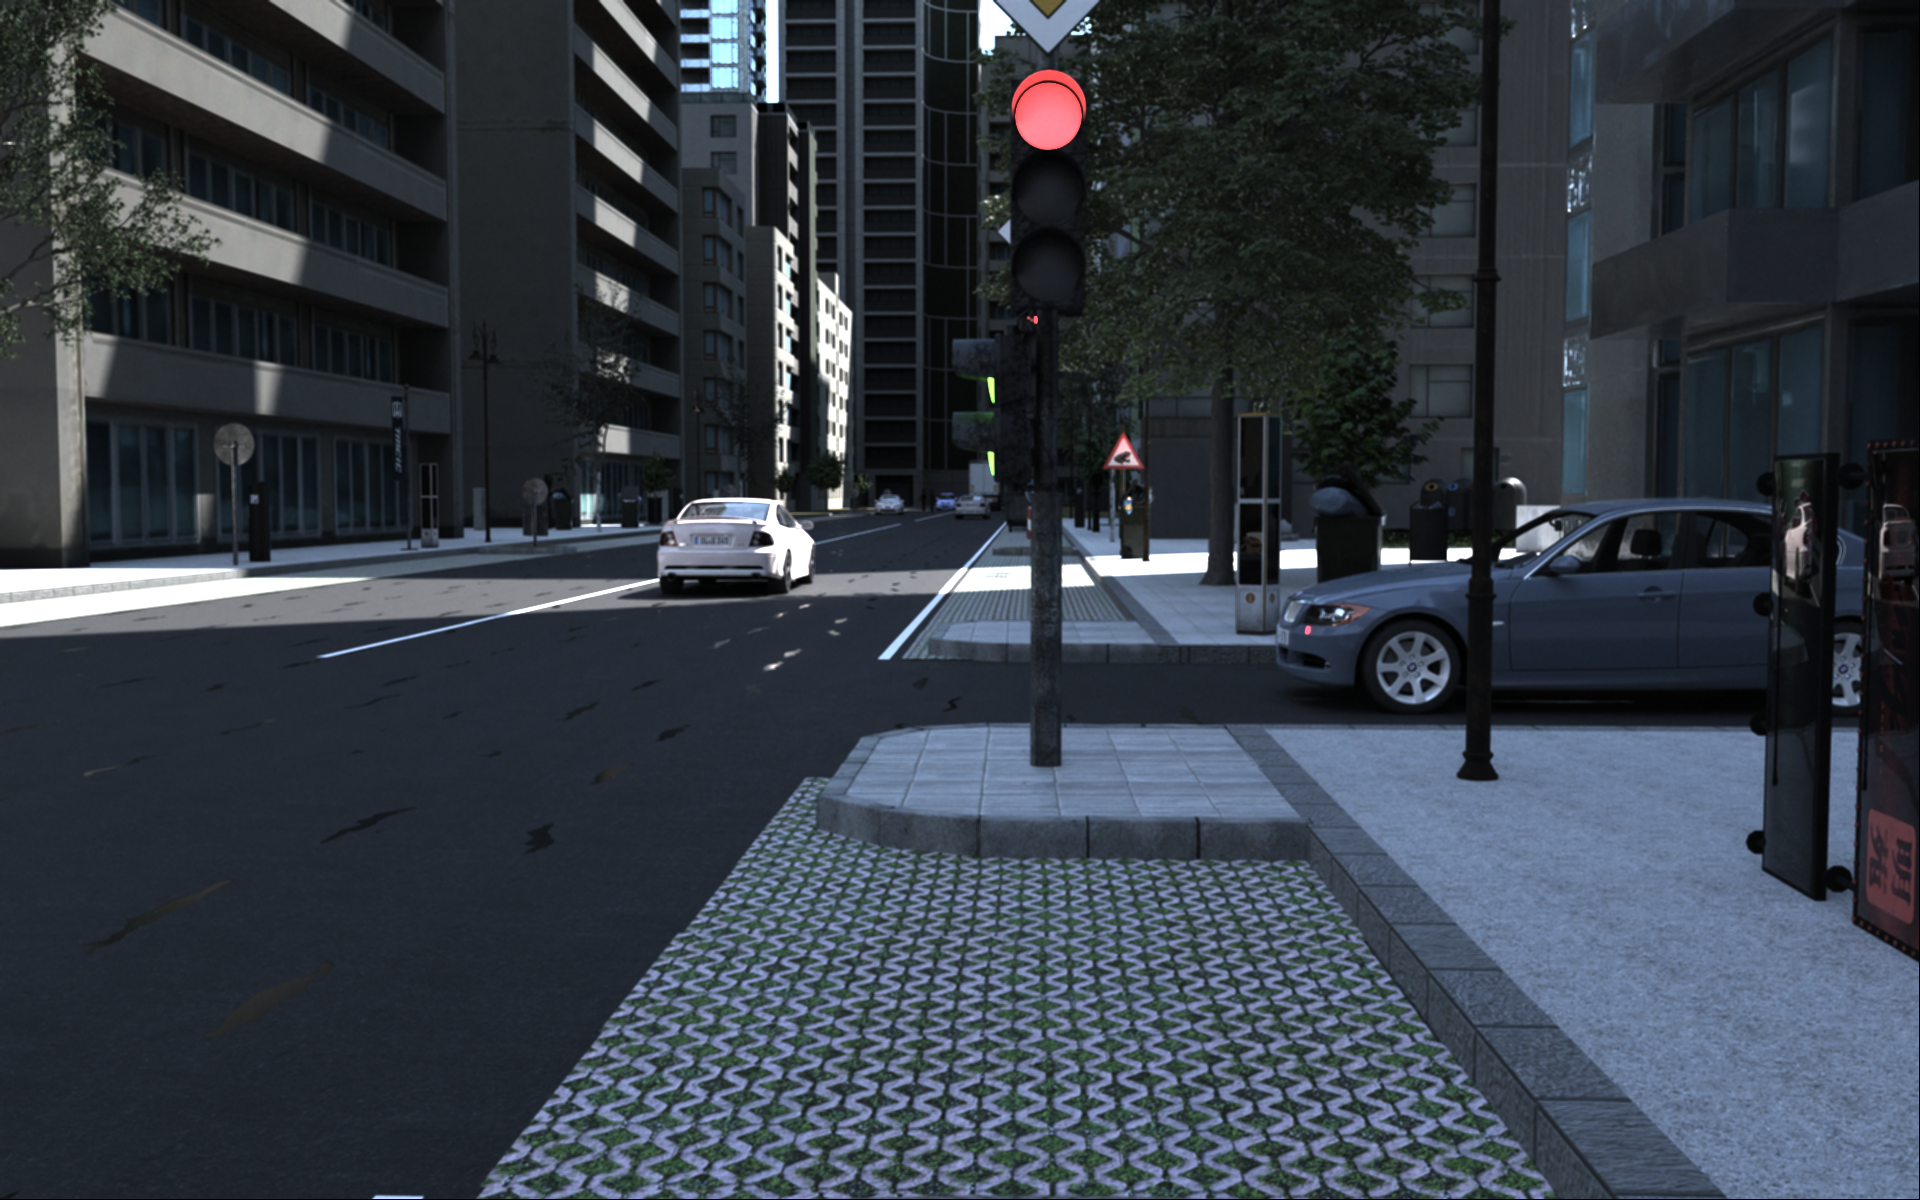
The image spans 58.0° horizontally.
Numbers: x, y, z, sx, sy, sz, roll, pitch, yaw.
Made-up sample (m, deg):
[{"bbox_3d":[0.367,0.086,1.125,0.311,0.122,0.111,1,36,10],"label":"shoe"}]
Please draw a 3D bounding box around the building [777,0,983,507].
[{"bbox_3d":[-8.113,-45.744,186.169,20.611,71.187,20.563,0,4,2],"label":"building"}]

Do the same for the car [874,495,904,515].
[{"bbox_3d":[-4.900,-6.634,120.833,2.083,1.381,4.827,0,4,1],"label":"car"}]

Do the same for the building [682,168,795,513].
[{"bbox_3d":[-25.966,-16.021,106.987,27.650,21.520,28.899,0,4,2],"label":"building"}]

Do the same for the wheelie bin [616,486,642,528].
[{"bbox_3d":[-12.540,-3.536,65.718,0.980,1.594,0.693,0,4,-5],"label":"wheelie bin"}]

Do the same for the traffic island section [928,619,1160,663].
[{"bbox_3d":[0.758,0.373,16.184,2.009,0.180,2.903,0,4,2],"label":"traffic island section"}]

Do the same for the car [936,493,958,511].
[{"bbox_3d":[-1.127,-8.716,152.094,1.945,1.707,3.694,0,4,4],"label":"car"}]

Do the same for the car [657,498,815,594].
[{"bbox_3d":[-3.334,-0.854,26.325,2.083,1.381,4.827,0,4,2],"label":"car"}]

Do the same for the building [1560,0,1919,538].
[{"bbox_3d":[24.637,-24.716,23.714,30.456,49.044,23.786,0,4,2],"label":"building"}]

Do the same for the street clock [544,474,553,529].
[{"bbox_3d":[-15.139,-3.619,63.736,0.358,2.002,0.471,0,4,-1],"label":"street clock"}]

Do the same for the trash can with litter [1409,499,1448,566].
[{"bbox_3d":[6.972,-0.806,24.238,2.233,1.210,1.678,0,4,8],"label":"trash can with litter"}]

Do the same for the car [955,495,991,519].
[{"bbox_3d":[0.744,-5.370,100.168,2.083,1.381,4.827,0,4,4],"label":"car"}]

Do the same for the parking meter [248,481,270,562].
[{"bbox_3d":[-13.313,-1.497,32.892,0.372,1.533,0.369,0,3,0],"label":"parking meter"}]

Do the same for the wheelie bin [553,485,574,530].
[{"bbox_3d":[-14.231,-3.316,62.128,0.693,1.594,0.980,0,4,-7],"label":"wheelie bin"}]

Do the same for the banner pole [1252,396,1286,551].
[{"bbox_3d":[6.956,-3.002,39.093,0.863,3.779,0.401,2,4,24],"label":"banner pole"}]

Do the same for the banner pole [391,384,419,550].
[{"bbox_3d":[-12.653,-3.014,39.295,0.401,3.779,0.863,1,4,13],"label":"banner pole"}]

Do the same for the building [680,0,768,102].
[{"bbox_3d":[-33.867,-53.504,187.460,31.000,86.520,22.319,0,4,2],"label":"building"}]

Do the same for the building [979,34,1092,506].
[{"bbox_3d":[13.018,-34.456,187.052,21.600,48.544,21.300,0,4,2],"label":"building"}]

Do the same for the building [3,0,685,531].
[{"bbox_3d":[-24.820,-27.611,75.142,21.300,48.544,21.600,0,4,2],"label":"building"}]

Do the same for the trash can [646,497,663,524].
[{"bbox_3d":[-13.212,-3.872,74.954,0.748,1.137,0.748,0,3,0],"label":"trash can"}]

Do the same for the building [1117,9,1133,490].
[{"bbox_3d":[16.265,-27.425,98.517,14.600,45.320,14.200,0,4,2],"label":"building"}]

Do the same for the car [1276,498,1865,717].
[{"bbox_3d":[4.464,0.001,11.983,4.499,1.417,2.014,0,4,2],"label":"car"}]

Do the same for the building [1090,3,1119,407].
[{"bbox_3d":[25.201,-34.296,149.979,28.713,52.752,27.495,0,4,2],"label":"building"}]

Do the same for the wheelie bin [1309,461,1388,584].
[{"bbox_3d":[3.709,-0.530,16.571,0.693,1.594,0.980,1,4,18],"label":"wheelie bin"}]

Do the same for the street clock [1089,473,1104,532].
[{"bbox_3d":[4.600,-3.301,58.549,0.471,2.002,0.358,-2,4,-25],"label":"street clock"}]

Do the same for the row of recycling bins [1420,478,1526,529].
[{"bbox_3d":[13.453,-2.346,45.472,1.069,1.692,3.534,-2,4,-27],"label":"row of recycling bins"}]

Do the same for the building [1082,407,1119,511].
[{"bbox_3d":[20.216,-49.374,119.936,22.319,86.520,31.000,0,4,2],"label":"building"}]

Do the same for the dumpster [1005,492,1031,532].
[{"bbox_3d":[2.599,-3.462,64.824,1.865,1.857,1.264,0,4,3],"label":"dumpster"}]

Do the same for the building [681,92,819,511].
[{"bbox_3d":[-18.363,-21.810,128.292,14.160,30.474,14.107,0,4,2],"label":"building"}]

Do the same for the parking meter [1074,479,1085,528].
[{"bbox_3d":[4.583,-3.719,66.509,0.399,1.863,0.255,1,4,14],"label":"parking meter"}]

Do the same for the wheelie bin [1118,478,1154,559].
[{"bbox_3d":[3.513,-1.631,34.579,0.693,1.594,0.980,1,4,9],"label":"wheelie bin"}]

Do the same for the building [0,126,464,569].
[{"bbox_3d":[-25.566,-25.405,39.078,21.300,48.544,21.600,0,4,2],"label":"building"}]

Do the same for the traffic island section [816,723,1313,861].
[{"bbox_3d":[0.428,0.861,8.206,2.009,0.180,2.903,0,4,2],"label":"traffic island section"}]

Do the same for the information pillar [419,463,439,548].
[{"bbox_3d":[-12.675,-2.255,41.355,0.304,2.012,0.304,1,4,12],"label":"information pillar"}]

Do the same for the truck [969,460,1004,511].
[{"bbox_3d":[2.264,-9.815,149.389,2.839,4.237,11.283,0,4,3],"label":"truck"}]

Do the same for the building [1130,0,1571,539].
[{"bbox_3d":[12.437,-22.701,54.748,14.154,41.232,14.086,0,4,2],"label":"building"}]

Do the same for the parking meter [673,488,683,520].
[{"bbox_3d":[-11.217,-3.696,68.839,0.372,1.533,0.369,0,3,0],"label":"parking meter"}]

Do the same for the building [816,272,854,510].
[{"bbox_3d":[-25.203,-18.822,152.771,28.899,21.520,27.650,0,4,2],"label":"building"}]
